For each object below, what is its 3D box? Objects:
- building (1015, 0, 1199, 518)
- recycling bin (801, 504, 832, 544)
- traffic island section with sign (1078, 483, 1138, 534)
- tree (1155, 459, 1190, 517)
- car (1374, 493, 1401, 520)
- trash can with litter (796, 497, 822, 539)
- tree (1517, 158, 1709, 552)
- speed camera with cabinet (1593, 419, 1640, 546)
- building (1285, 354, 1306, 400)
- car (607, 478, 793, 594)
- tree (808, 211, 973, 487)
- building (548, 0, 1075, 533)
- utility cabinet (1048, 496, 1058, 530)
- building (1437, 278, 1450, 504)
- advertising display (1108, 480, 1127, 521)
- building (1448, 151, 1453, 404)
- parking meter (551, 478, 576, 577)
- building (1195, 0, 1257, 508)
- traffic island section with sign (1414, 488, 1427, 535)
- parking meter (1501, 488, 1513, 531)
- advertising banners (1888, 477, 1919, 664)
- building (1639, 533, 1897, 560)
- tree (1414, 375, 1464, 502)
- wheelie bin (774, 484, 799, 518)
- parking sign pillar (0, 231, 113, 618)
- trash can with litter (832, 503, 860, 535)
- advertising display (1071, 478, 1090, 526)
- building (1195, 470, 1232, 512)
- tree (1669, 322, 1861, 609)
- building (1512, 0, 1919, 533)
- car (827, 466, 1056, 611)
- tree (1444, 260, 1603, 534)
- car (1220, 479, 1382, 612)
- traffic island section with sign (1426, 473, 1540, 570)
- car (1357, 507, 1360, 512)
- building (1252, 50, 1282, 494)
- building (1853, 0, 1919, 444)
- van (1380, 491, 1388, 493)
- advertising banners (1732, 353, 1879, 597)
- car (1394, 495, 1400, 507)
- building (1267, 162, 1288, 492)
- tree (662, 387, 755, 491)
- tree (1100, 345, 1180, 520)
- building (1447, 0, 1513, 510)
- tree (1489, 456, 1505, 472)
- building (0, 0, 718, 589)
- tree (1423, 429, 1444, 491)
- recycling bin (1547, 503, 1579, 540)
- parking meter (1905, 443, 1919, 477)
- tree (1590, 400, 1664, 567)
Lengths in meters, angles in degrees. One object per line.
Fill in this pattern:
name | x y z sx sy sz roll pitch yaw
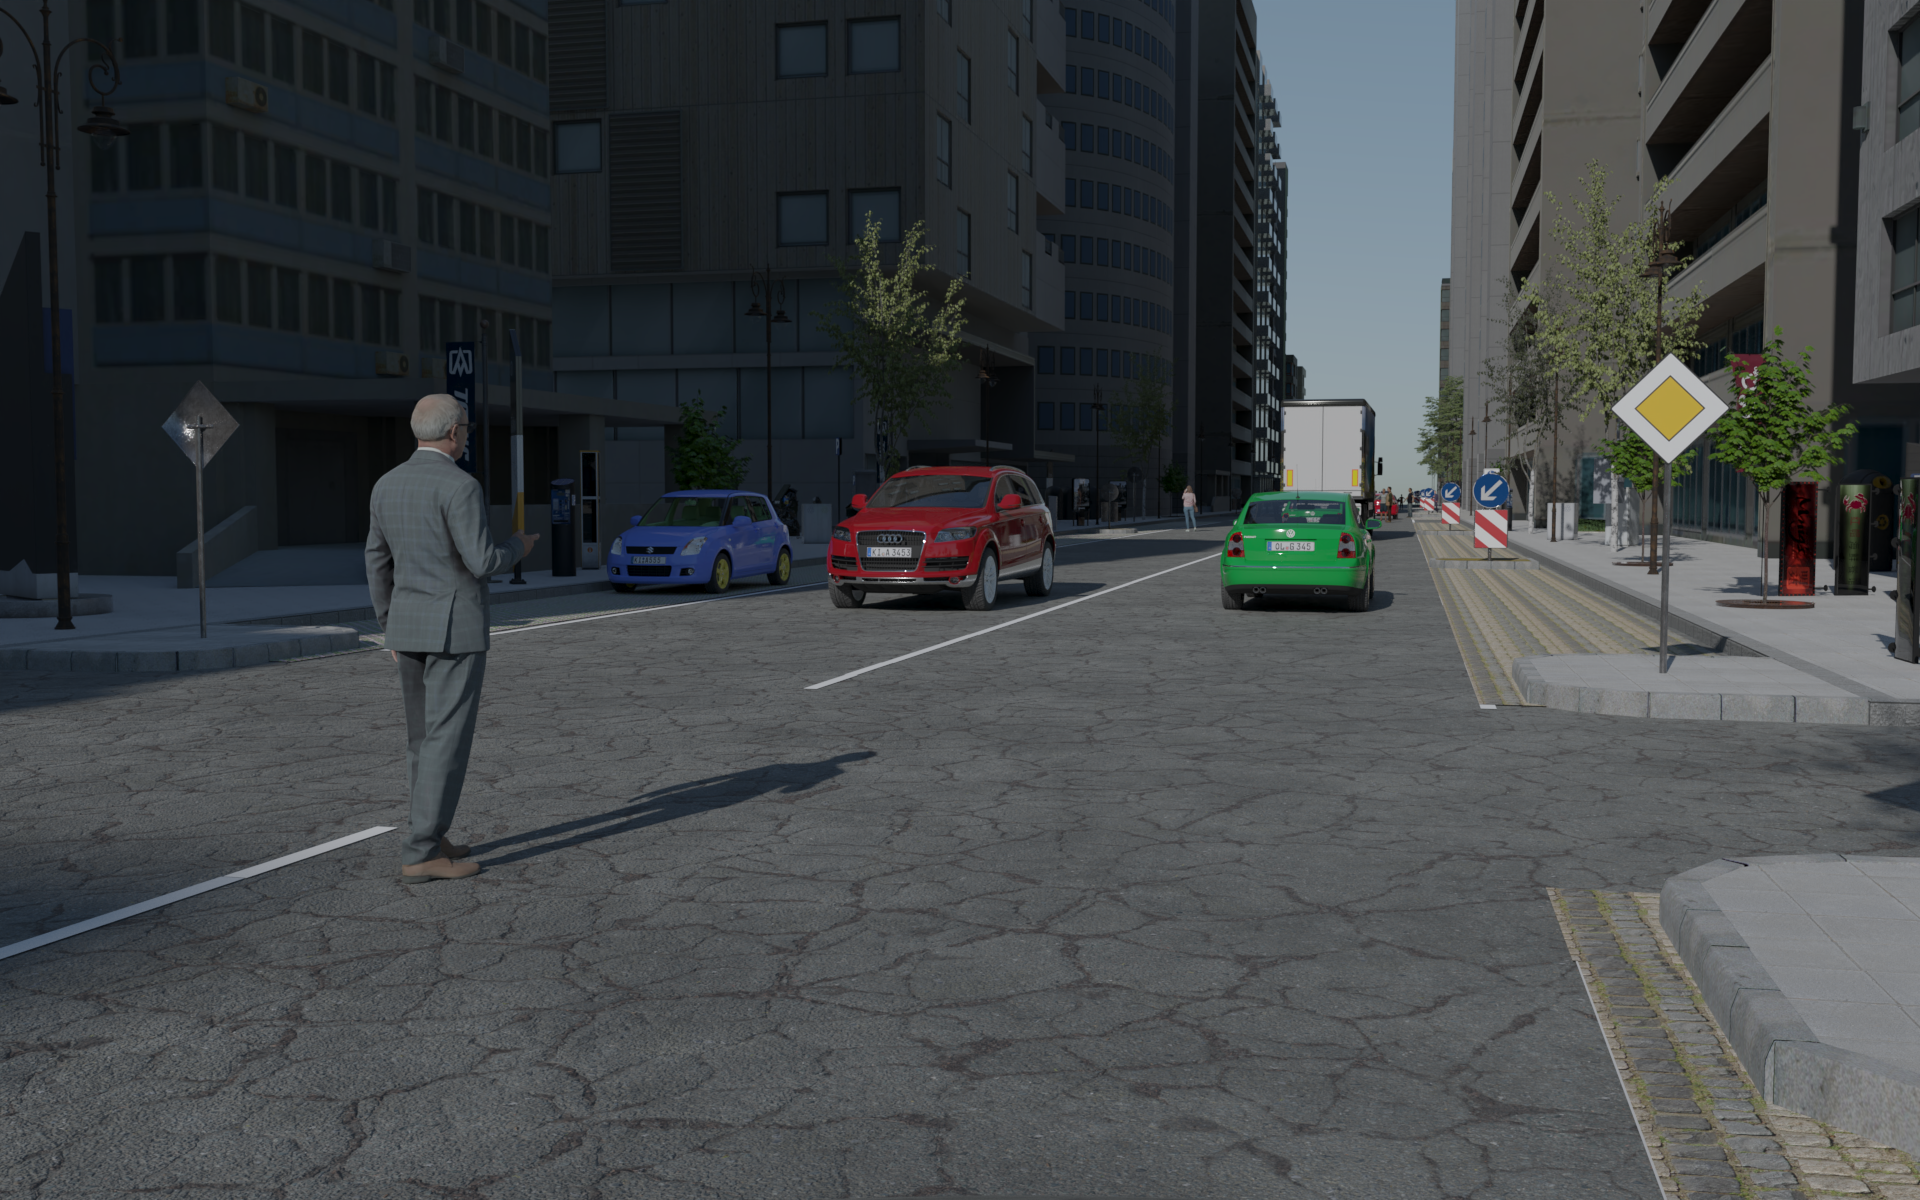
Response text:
building | 2.236 -34.401 104.460 21.231 58.520 28.212 1 4 14
recycling bin | -3.727 -1.984 44.992 0.722 1.027 0.722 -1 4 -10
traffic island section with sign | 5.426 -3.331 63.093 1.989 1.847 2.006 1 4 14
tree | 12.138 -6.315 97.846 1.663 3.219 1.824 0 3 0
car | 23.994 -5.476 98.579 2.155 1.783 4.494 1 4 13
trash can with litter | -4.224 -2.354 49.552 1.678 1.210 2.233 0 4 1
tree | 14.361 -5.351 37.848 4.737 8.622 4.395 0 3 0
speed camera with cabinet | 16.157 -2.952 42.597 0.660 3.252 2.038 3 4 36
building | 31.383 -23.655 231.797 27.650 21.520 28.899 1 4 14
car | -3.874 -1.003 25.988 1.945 1.707 3.694 1 4 16
tree | -1.838 -5.853 46.066 4.737 8.622 4.395 0 3 0
building | -10.892 -29.417 70.213 28.713 52.752 27.495 1 4 14
utility cabinet | 3.310 -3.082 61.558 0.306 1.237 1.020 0 4 5
building | 70.807 -28.023 229.884 14.160 30.474 14.107 1 4 14
advertising display | 7.492 -4.720 82.384 0.974 1.923 0.123 -2 4 -24
building | 70.661 -35.848 209.824 21.300 48.544 21.600 1 4 14
parking meter | -6.178 -1.136 26.987 0.372 1.533 0.369 0 3 0
building | 14.325 -32.348 152.590 21.300 48.544 21.600 1 4 14
traffic island section with sign | 17.071 -3.186 60.724 1.989 1.847 2.006 1 4 14
parking meter | 18.955 -3.157 60.027 0.372 1.533 0.369 0 3 0
advertising banners | 7.108 -0.996 12.478 0.090 3.025 2.074 1 4 12
building | 28.930 -25.491 40.472 21.300 48.544 21.600 1 4 14
tree | 47.438 -15.146 165.769 7.486 12.596 7.792 0 3 0
wheelie bin | -5.524 -2.897 55.272 0.693 1.594 0.980 -1 4 -23
parking sign pillar | -9.882 -1.833 18.447 1.447 3.967 1.447 3 5 45
trash can with litter | -3.344 -2.473 51.820 1.055 1.170 0.624 2 4 27
advertising display | 4.854 -3.939 69.615 0.974 1.923 0.123 -3 5 -43
building | 3.961 -26.886 131.467 32.217 40.220 23.993 1 4 14
tree | 9.293 -1.528 19.591 1.663 3.219 1.824 0 3 0
building | 34.368 -27.335 70.629 21.300 48.544 21.600 1 4 14
car | -0.131 -0.881 23.073 2.281 1.827 5.304 1 4 16
tree | 18.500 -6.441 55.679 4.360 8.622 3.978 0 3 0
car | 4.476 -0.843 22.577 1.959 1.807 4.718 1 4 15
traffic island section with sign | 10.186 -1.535 33.732 1.989 1.847 2.006 1 4 14
car | 9.024 -2.125 43.547 1.959 1.807 4.718 1 4 15
building | 22.872 -34.752 187.810 23.786 49.044 30.456 1 4 14
building | 17.933 -14.949 16.112 14.107 30.474 14.160 1 4 14
van | 52.303 -12.584 212.757 2.013 2.044 4.112 1 4 14
advertising banners | 10.541 -1.559 21.675 2.074 3.025 0.090 -1 4 -8
car | 33.335 -7.536 135.214 2.014 1.417 4.499 1 4 15
building | 31.813 -32.132 208.948 14.154 41.232 14.086 1 4 14
tree | -4.765 -2.249 31.375 1.663 3.219 1.824 0 3 0
tree | 9.112 -8.317 86.339 4.737 8.622 4.395 0 3 0
building | 63.302 -39.302 184.591 21.231 58.520 28.212 1 4 14
tree | 27.491 -5.734 88.359 1.663 3.219 1.824 0 3 0
building | -22.040 -20.918 33.896 32.217 40.220 23.993 1 4 14
tree | 48.289 -13.610 172.880 4.360 8.622 3.978 0 3 0
recycling bin | 16.901 -2.202 48.563 0.722 1.027 0.722 2 4 29
parking meter | 10.905 -0.847 19.559 0.255 1.863 0.399 -3 4 -38
tree | 12.362 -2.222 30.929 1.663 3.219 1.824 0 3 0
